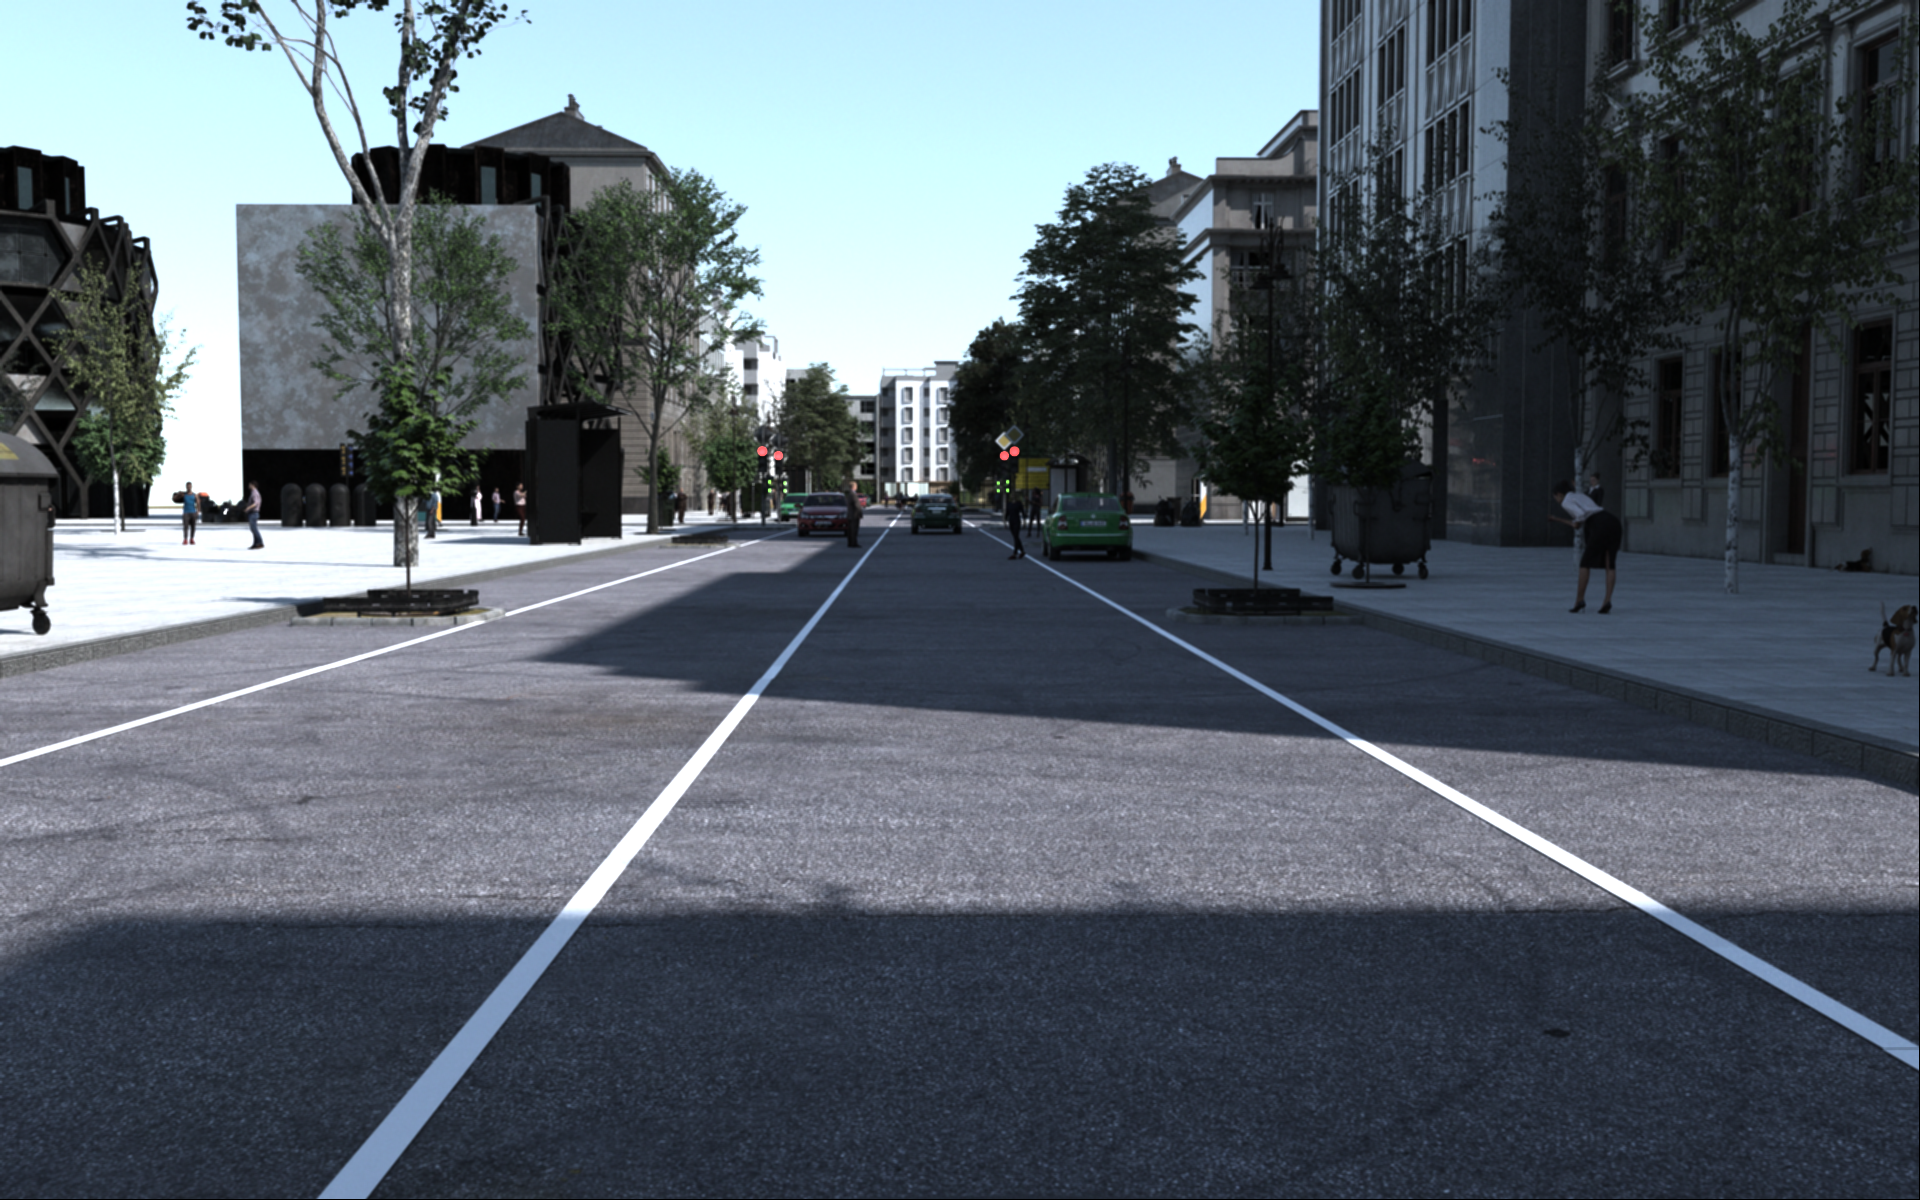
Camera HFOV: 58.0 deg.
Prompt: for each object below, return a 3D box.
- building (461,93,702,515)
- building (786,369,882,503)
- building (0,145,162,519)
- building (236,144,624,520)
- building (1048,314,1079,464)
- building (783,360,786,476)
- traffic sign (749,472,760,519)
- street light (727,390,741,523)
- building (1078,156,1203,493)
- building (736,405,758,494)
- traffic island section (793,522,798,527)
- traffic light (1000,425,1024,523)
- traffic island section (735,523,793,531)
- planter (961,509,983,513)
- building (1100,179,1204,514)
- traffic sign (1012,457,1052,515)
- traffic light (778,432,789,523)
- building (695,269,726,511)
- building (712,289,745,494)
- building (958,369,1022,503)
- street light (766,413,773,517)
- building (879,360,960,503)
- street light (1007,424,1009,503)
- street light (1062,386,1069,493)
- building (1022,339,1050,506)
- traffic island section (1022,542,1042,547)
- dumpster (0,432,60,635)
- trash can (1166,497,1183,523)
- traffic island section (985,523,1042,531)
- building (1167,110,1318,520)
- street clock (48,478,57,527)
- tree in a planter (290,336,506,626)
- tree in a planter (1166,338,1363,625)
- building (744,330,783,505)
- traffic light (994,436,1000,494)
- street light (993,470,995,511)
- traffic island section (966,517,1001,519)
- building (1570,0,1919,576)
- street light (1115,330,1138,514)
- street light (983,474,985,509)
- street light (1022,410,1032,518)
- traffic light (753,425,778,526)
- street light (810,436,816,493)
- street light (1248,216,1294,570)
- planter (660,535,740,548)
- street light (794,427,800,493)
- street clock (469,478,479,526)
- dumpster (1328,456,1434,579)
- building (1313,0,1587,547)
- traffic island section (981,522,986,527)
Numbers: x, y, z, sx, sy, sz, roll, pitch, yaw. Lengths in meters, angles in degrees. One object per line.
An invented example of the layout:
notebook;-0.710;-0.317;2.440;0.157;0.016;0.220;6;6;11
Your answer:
building;-25.420;-19.722;119.721;12.463;27.353;25.104;0;4;-1
building;-27.359;-23.593;252.201;31.486;18.905;16.747;0;4;-1
building;-52.270;-13.689;91.272;16.811;18.784;16.820;0;4;-1
building;-26.787;-13.759;92.412;16.820;18.784;16.811;0;4;-1
building;17.471;-19.997;183.367;16.016;20.091;11.380;0;4;-1
building;-27.324;-21.768;212.322;11.380;20.091;16.016;0;4;-1
traffic sign;-10.605;-5.422;88.752;0.768;2.556;0.104;0;4;5
street light;-10.048;-6.380;77.103;0.468;5.910;1.993;0;4;-1
building;16.324;-20.945;139.716;12.463;27.353;25.104;0;4;-1
building;-25.240;-14.399;177.571;9.099;9.664;28.070;0;4;-1
traffic island section;-8.055;-3.349;77.043;2.009;0.180;2.903;0;4;-1
traffic light;2.142;-4.890;69.192;0.839;4.213;0.868;0;4;-1
traffic island section;-7.856;-2.861;69.060;2.009;0.180;2.903;0;4;-1
planter;0.685;-6.597;128.994;1.991;0.319;1.994;0;4;-1
building;15.150;-16.409;117.441;9.793;20.994;18.267;0;4;-1
traffic sign;3.999;-6.268;96.355;2.265;3.308;0.079;0;4;1
traffic light;-8.015;-5.362;76.911;0.839;4.213;0.868;0;4;-1
building;-25.276;-17.501;140.889;10.420;20.320;16.860;0;4;-1
building;-28.499;-18.413;157.477;16.016;20.091;11.380;0;4;-1
building;15.525;-23.581;252.008;31.486;18.905;16.747;0;4;-1
street light;-10.652;-7.580;96.726;0.468;5.910;1.993;0;4;-1
building;-5.900;-24.156;251.377;11.380;20.091;16.016;0;4;-1
street light;3.104;-8.549;112.564;0.468;5.910;1.993;0;4;-1
street light;4.220;-5.876;68.859;0.468;5.910;1.993;0;4;-1
building;17.028;-20.733;205.441;16.747;18.905;31.486;0;4;-1
traffic island section;2.716;-1.508;47.526;1.991;0.108;1.994;0;4;-1
dumpster;-8.874;-0.568;15.044;1.264;1.857;1.865;0;4;-1
trash can;9.510;-3.993;76.942;0.748;1.137;0.748;0;3;0
traffic island section;2.183;-2.876;69.305;2.009;0.180;2.903;0;4;-1
building;23.825;-15.272;91.503;24.055;21.916;13.314;0;4;-1
street clock;-35.934;-3.905;68.421;0.358;2.002;0.471;3;4;38
tree in a planter;-6.301;-1.374;19.688;1.991;3.239;1.994;0;4;-1
tree in a planter;3.413;-1.385;19.862;1.991;3.239;1.994;0;4;-1
building;-29.047;-20.852;197.344;16.016;20.091;11.380;0;4;-1
traffic light;1.943;-5.378;77.174;0.839;4.213;0.868;0;4;-1
street light;2.593;-9.750;132.206;0.468;5.910;1.993;0;4;-1
traffic island section;1.361;-4.837;101.945;1.991;0.108;1.994;0;4;-1
building;19.782;-11.883;30.449;11.583;22.565;21.152;0;4;-1
street light;4.703;-4.669;49.121;0.468;5.910;1.993;0;4;-1
street light;2.080;-10.948;151.788;0.468;5.910;1.993;0;4;-1
street light;3.595;-7.351;92.976;0.468;5.910;1.993;0;4;-1
traffic light;-7.815;-4.874;68.928;0.839;4.213;0.868;0;4;-1
street light;-11.529;-9.996;136.214;0.468;5.910;1.993;0;4;-1
street light;5.201;-3.445;29.112;0.468;5.910;1.993;0;4;-1
planter;-6.972;-1.564;46.712;1.991;0.319;1.994;0;4;-1
street light;-10.999;-8.787;116.461;0.468;5.910;1.993;0;4;-1
street clock;-19.363;-3.938;68.954;0.471;2.002;0.358;2;4;35
dumpster;6.490;-1.282;26.727;1.264;1.857;1.865;0;4;-1
building;18.834;-14.264;51.234;12.078;24.808;19.932;0;4;-1
traffic island section;1.983;-3.364;77.288;2.009;0.180;2.903;0;4;-1
